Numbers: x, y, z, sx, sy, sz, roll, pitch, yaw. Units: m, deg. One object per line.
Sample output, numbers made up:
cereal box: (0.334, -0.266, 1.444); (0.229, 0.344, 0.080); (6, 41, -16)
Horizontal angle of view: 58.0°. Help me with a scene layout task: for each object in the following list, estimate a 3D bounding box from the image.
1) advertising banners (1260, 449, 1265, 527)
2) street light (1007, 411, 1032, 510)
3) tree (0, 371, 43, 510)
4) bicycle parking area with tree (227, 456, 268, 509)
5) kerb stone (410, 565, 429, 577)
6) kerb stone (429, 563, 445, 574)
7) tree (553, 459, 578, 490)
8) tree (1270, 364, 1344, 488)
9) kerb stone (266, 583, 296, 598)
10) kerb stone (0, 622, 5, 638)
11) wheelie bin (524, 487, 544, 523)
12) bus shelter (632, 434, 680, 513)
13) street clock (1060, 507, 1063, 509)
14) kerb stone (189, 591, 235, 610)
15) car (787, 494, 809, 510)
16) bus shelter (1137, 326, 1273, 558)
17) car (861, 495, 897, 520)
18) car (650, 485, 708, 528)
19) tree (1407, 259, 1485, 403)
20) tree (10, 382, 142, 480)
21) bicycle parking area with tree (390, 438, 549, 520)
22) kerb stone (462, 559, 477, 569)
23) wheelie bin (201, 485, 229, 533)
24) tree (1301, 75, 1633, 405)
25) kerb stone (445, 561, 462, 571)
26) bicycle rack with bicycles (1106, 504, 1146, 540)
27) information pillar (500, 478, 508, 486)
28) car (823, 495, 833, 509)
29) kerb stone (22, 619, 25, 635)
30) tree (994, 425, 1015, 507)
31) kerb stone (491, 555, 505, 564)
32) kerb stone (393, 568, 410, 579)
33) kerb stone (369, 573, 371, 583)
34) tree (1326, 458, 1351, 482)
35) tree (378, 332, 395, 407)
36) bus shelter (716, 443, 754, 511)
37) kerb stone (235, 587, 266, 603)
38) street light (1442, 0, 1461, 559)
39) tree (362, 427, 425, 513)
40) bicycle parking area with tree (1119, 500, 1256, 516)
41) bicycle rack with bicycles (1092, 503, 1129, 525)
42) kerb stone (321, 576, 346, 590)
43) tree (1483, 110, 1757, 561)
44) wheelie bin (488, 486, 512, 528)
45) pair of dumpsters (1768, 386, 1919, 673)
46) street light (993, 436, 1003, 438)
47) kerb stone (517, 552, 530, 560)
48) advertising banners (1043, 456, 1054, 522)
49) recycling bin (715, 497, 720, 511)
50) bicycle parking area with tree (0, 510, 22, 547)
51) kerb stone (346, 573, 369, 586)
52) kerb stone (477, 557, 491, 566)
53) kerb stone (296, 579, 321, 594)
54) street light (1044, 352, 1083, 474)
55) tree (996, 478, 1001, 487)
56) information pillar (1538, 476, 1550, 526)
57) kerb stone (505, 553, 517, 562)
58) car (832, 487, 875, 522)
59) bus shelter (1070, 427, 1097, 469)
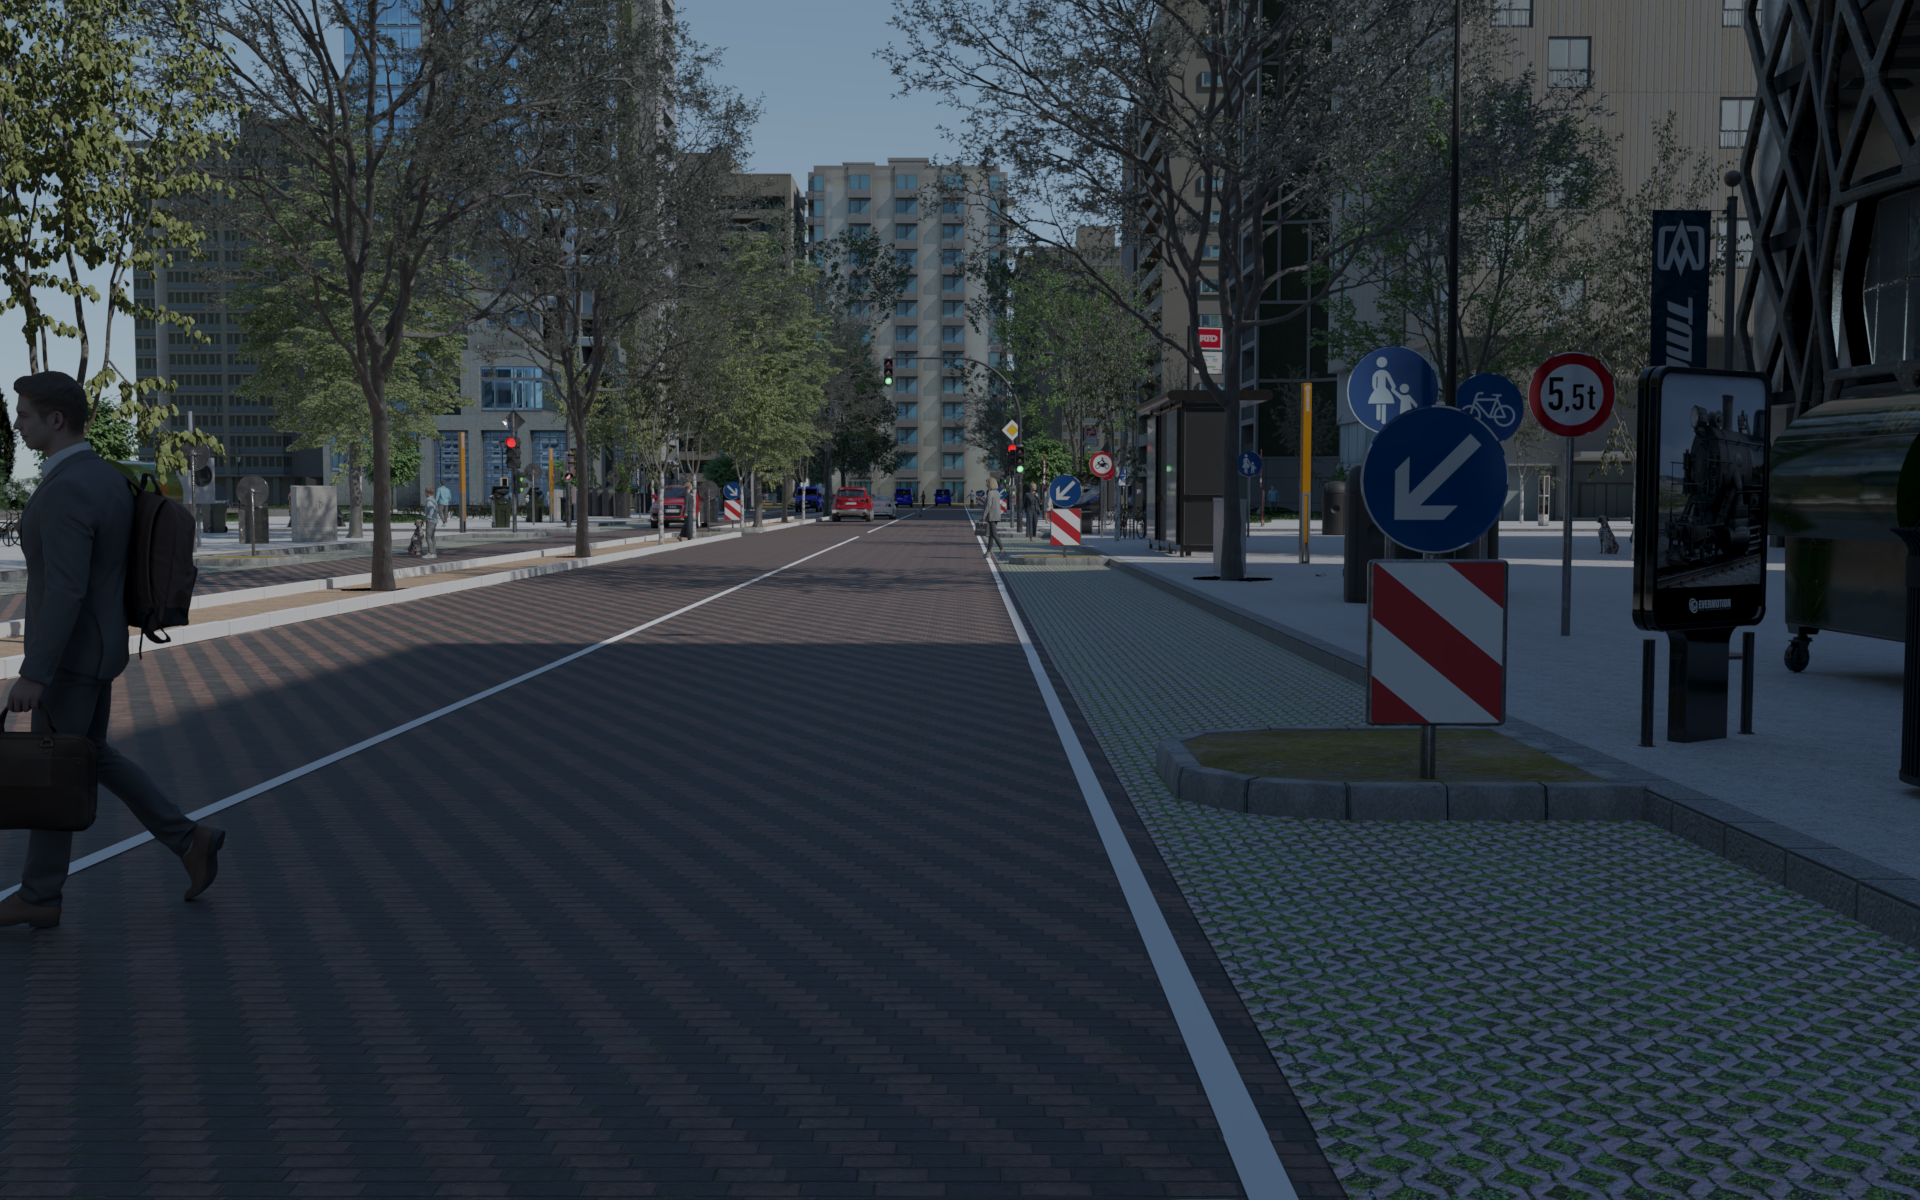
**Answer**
advertising banners: (11.906, -4.407, 68.234); (0.090, 3.025, 2.074); (1, 4, 14)
street light: (3.410, -7.554, 96.044); (1.470, 5.913, 1.316); (0, 3, 0)
tree: (-72.929, -13.738, 126.430); (13.155, 14.587, 18.604); (-1, 4, -14)
bicycle parking area with tree: (-56.638, -8.730, 129.744); (8.231, 4.147, 9.016); (0, 4, 6)
kerb stone: (-9.540, -0.493, 30.257); (0.120, 0.150, 1.000); (0, 3, 0)
kerb stone: (-9.549, -0.556, 31.279); (0.120, 0.150, 1.000); (0, 3, 0)
tree: (-31.100, -9.428, 137.860); (4.285, 4.588, 4.351); (0, 3, 0)
tree: (19.334, -9.005, 97.594); (4.360, 8.622, 3.978); (0, 3, 0)
kerb stone: (-9.540, -0.117, 24.112); (0.120, 0.150, 1.000); (0, 3, 0)
kerb stone: (-9.539, 0.321, 16.943); (0.120, 0.150, 1.000); (0, 3, 0)
wheelie bin: (-19.167, -4.296, 78.155); (0.693, 1.594, 0.980); (2, 4, 25)
bus shelter: (-20.980, -8.667, 119.335); (2.179, 5.291, 8.768); (0, 3, 0)
street clock: (5.713, -5.674, 97.347); (0.358, 2.002, 0.471); (0, 4, 4)
kerb stone: (-9.538, 0.010, 22.067); (0.120, 0.150, 1.000); (0, 3, 0)
car: (-14.757, -9.027, 157.816); (2.015, 1.641, 3.980); (0, 4, 1)
bus shelter: (5.234, -3.758, 39.071); (2.179, 5.291, 8.768); (0, 3, 0)
car: (-4.638, -5.290, 98.848); (2.083, 1.381, 4.827); (0, 4, 1)
car: (-11.906, -3.984, 73.806); (2.281, 1.827, 5.304); (0, 4, -2)
tree: (14.781, -6.031, 48.967); (4.360, 8.622, 3.978); (0, 3, 0)
tree: (-24.895, -3.994, 49.020); (4.285, 4.588, 4.351); (0, 3, 0)
bicycle parking area with tree: (-25.472, -6.354, 90.882); (9.016, 4.147, 8.231); (2, 4, 35)
kerb stone: (-9.538, -0.679, 33.327); (0.120, 0.150, 1.000); (0, 3, 0)
wheelie bin: (-24.635, -3.009, 57.101); (0.693, 1.594, 0.980); (2, 4, 32)
tree: (12.240, -7.124, 42.232); (9.928, 11.665, 9.643); (0, 3, 0)
kerb stone: (-9.548, -0.618, 32.305); (0.120, 0.150, 1.000); (0, 3, 0)
bicycle rack with bicycles: (5.671, -2.208, 49.488); (2.852, 0.926, 2.925); (0, 4, 3)
information pillar: (-20.283, -4.440, 77.092); (0.304, 2.012, 0.304); (-2, 4, -25)
car: (-12.209, -9.320, 162.176); (2.009, 1.686, 4.222); (0, 4, -2)
kerb stone: (-9.549, 0.259, 17.968); (0.120, 0.150, 1.000); (0, 3, 0)
tree: (5.103, -13.681, 174.052); (4.737, 8.622, 4.395); (0, 3, 0)
kerb stone: (-9.543, -0.802, 35.380); (0.120, 0.150, 1.000); (0, 3, 0)
kerb stone: (-9.548, -0.430, 29.226); (0.120, 0.150, 1.000); (0, 3, 0)
kerb stone: (-9.555, -0.363, 28.204); (0.120, 0.150, 1.000); (0, 3, 0)
tree: (20.328, -5.979, 92.356); (1.663, 3.219, 1.824); (0, 3, 0)
tree: (-24.695, -7.342, 70.411); (4.737, 8.622, 4.395); (0, 3, 0)
bus shelter: (-17.286, -9.530, 133.450); (2.179, 5.291, 8.768); (0, 4, 0)
kerb stone: (-9.543, -0.055, 23.090); (0.120, 0.150, 1.000); (0, 3, 0)
street light: (3.423, -2.531, 13.920); (1.470, 5.913, 1.316); (0, 3, 0)
tree: (-27.397, -6.086, 83.219); (4.285, 4.588, 4.351); (0, 3, 0)
bicycle parking area with tree: (13.110, -7.194, 104.630); (9.016, 4.147, 8.231); (0, 4, 4)
bicycle rack with bicycles: (6.769, -3.572, 71.788); (2.925, 0.926, 2.852); (3, 5, 42)
kerb stone: (-9.545, -0.242, 26.160); (0.120, 0.150, 1.000); (0, 3, 0)
tree: (12.708, -5.052, 32.966); (4.360, 8.622, 3.978); (0, 3, 0)
wheelie bin: (-17.375, -3.535, 65.704); (0.980, 1.594, 0.693); (-2, 4, -29)
pair of dumpsters: (6.561, -0.483, 10.398); (1.574, 2.255, 4.437); (0, 3, 0)
street light: (3.378, -10.194, 139.207); (1.470, 5.913, 1.316); (0, 3, 0)
kerb stone: (-9.544, -0.932, 37.434); (0.120, 0.150, 1.000); (0, 3, 0)
advertising banners: (4.098, -5.139, 80.217); (0.090, 3.025, 2.074); (1, 4, 18)
recycling bin: (-18.970, -7.489, 135.002); (0.722, 1.027, 0.722); (1, 4, 19)
bicycle parking area with tree: (-26.846, -3.209, 39.463); (8.231, 4.147, 9.016); (1, 4, 21)
kerb stone: (-9.543, -0.305, 27.182); (0.120, 0.150, 1.000); (0, 3, 0)
kerb stone: (-9.544, -0.743, 34.352); (0.120, 0.150, 1.000); (0, 3, 0)
kerb stone: (-9.553, -0.180, 25.138); (0.120, 0.150, 1.000); (0, 3, 0)
street light: (3.439, -5.155, 56.822); (1.470, 5.913, 1.316); (0, 3, 0)
tree: (4.564, -13.026, 207.568); (1.663, 3.219, 1.824); (0, 3, 0)
information pillar: (23.453, -3.981, 69.576); (0.304, 2.012, 0.304); (-2, 4, -28)
kerb stone: (-9.547, -0.866, 36.405); (0.120, 0.150, 1.000); (0, 3, 0)
car: (-5.587, -4.996, 90.354); (2.281, 1.827, 5.304); (0, 4, -1)
bus shelter: (7.172, -7.601, 101.906); (2.179, 5.291, 8.768); (0, 3, 0)
